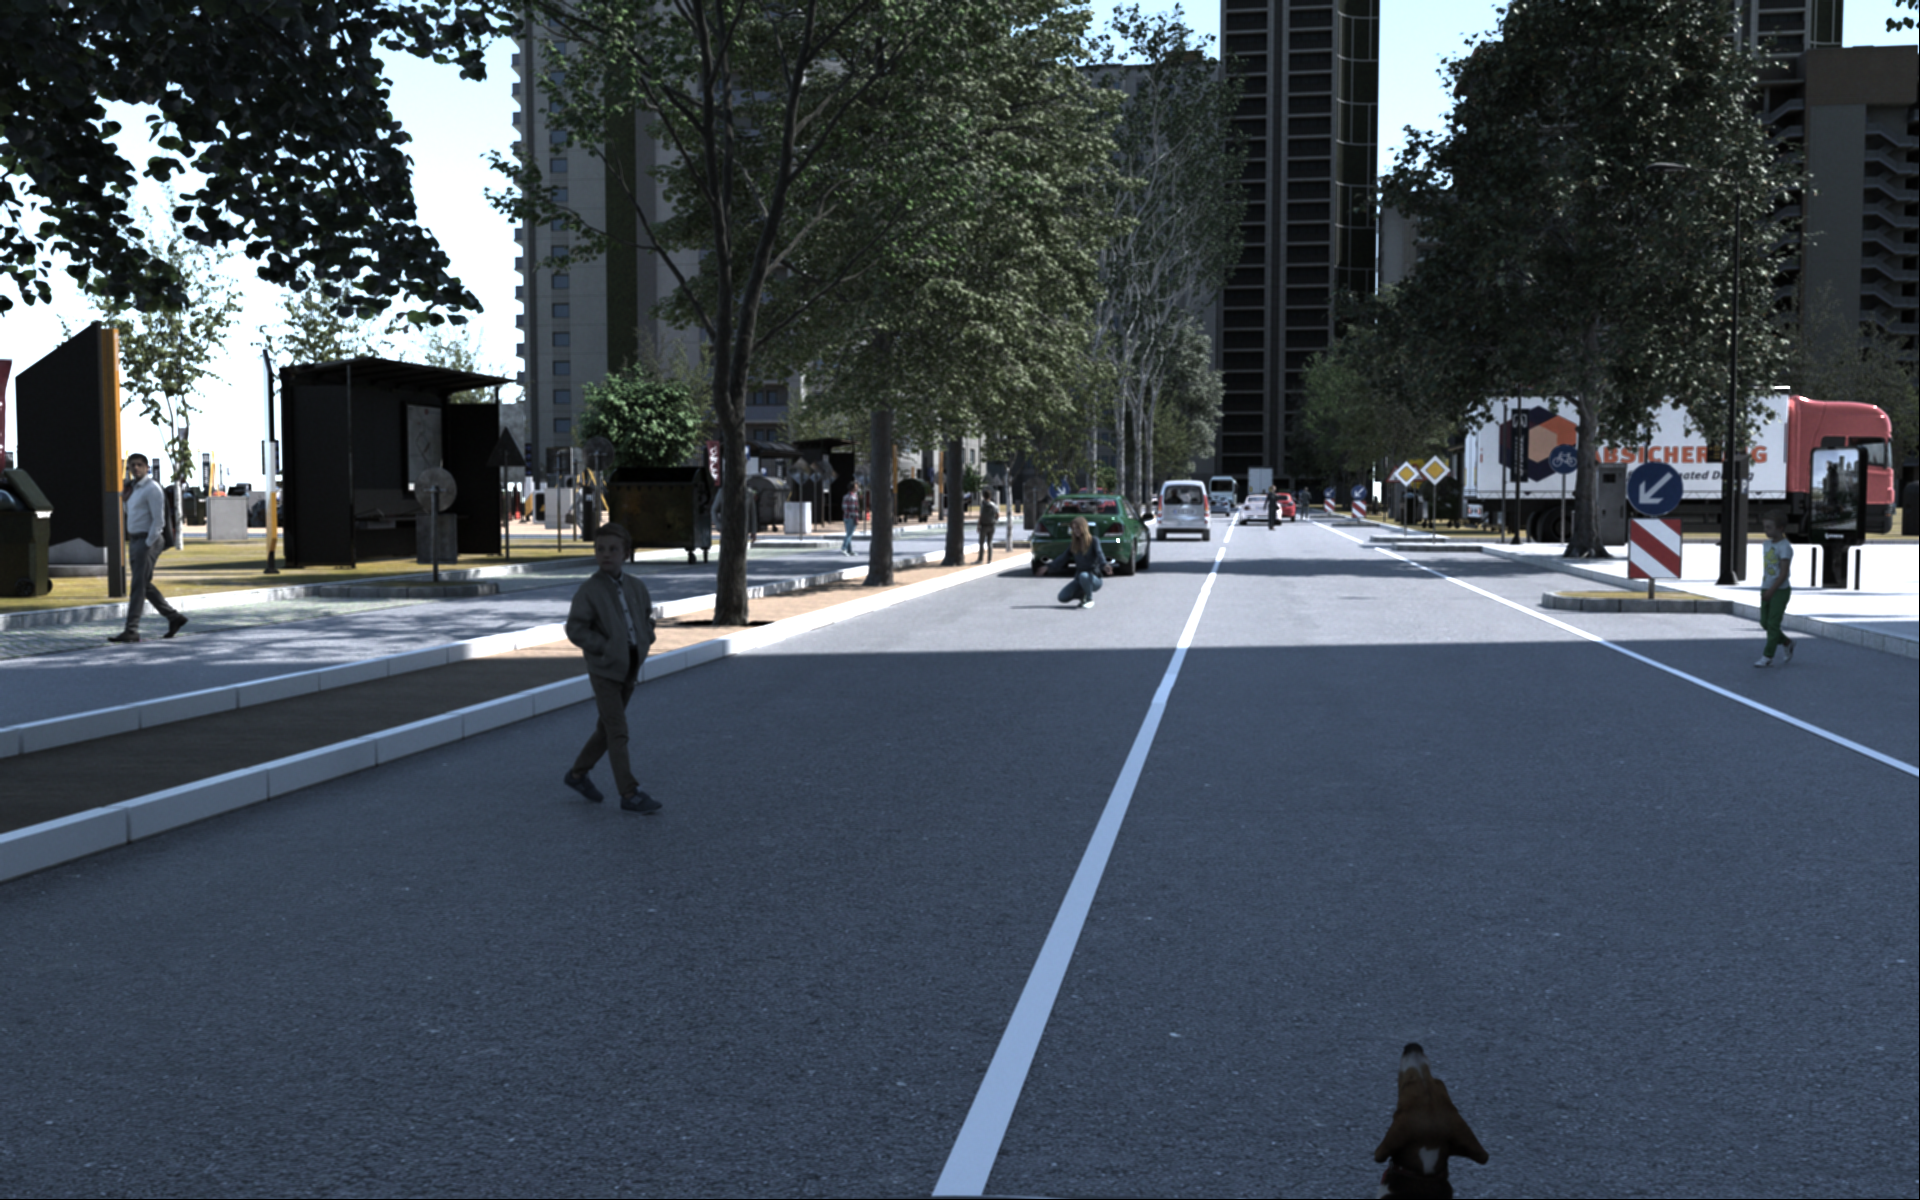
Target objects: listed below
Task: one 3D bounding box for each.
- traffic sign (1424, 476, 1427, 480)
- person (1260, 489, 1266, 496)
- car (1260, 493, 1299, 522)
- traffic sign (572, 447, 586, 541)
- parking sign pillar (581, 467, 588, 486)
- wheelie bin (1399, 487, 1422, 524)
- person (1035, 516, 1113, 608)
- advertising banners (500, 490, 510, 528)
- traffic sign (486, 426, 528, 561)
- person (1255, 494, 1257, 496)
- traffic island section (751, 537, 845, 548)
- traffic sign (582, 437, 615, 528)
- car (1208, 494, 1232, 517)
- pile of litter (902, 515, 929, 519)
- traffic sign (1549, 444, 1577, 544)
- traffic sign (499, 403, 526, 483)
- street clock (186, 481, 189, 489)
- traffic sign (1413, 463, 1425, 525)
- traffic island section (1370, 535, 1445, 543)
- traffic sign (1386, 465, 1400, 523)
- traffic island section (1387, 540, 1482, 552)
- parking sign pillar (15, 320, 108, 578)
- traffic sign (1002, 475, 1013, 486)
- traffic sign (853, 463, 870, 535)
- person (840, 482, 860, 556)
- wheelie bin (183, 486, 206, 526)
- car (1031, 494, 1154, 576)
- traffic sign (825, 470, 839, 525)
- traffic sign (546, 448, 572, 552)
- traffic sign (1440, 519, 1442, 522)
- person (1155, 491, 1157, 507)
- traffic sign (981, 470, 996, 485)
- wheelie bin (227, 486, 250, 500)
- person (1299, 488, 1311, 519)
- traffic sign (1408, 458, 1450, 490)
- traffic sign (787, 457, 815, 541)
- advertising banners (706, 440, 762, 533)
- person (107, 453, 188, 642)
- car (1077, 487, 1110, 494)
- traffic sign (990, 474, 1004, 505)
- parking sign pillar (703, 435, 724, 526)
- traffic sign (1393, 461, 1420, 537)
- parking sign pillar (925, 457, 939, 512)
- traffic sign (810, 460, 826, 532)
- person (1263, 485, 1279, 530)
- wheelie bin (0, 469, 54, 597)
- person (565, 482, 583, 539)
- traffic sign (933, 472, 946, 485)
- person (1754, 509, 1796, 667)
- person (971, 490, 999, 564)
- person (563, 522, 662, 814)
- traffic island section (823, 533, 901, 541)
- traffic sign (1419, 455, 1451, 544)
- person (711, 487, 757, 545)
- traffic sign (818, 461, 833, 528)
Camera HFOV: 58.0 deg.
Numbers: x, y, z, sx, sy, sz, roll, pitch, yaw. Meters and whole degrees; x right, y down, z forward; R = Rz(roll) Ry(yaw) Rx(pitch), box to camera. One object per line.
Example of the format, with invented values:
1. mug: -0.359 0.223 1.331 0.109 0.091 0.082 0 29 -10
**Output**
1. traffic sign: 26.441 -5.941 97.247 0.768 2.556 0.104 1 4 11
2. person: 25.359 -8.324 144.602 1.348 1.823 0.705 1 4 14
3. car: 16.468 -4.934 89.708 2.155 1.783 4.494 1 4 11
4. traffic sign: -10.528 -2.885 47.275 0.768 2.556 0.104 1 4 15
5. parking sign pillar: -21.822 -6.848 100.430 1.447 3.967 1.447 -1 4 -14
6. wheelie bin: 19.201 -4.050 74.125 0.693 1.594 0.980 -1 4 -12
7. person: 1.569 -0.478 21.815 1.012 1.151 0.738 3 5 39
8. advertising banners: -17.515 -4.256 65.780 0.090 3.025 2.074 0 4 0
9. traffic sign: -8.719 -2.036 33.301 0.884 2.594 0.081 1 4 16
10. person: 22.374 -7.306 131.182 0.991 1.433 0.599 0 4 -1
11. traffic island section: -4.333 -1.512 46.996 2.009 0.180 2.903 1 4 9
12. traffic sign: -8.018 -2.339 38.346 0.768 2.556 0.104 1 4 11
13. car: 16.356 -6.029 110.570 2.014 1.417 4.499 1 4 9
14. pile of litter: -2.380 -4.660 90.162 1.176 0.858 1.719 -1 4 -20
15. traffic sign: 15.484 -2.711 44.427 0.768 2.556 0.104 1 4 11
16. traffic sign: -10.846 -2.763 39.046 2.265 3.308 0.079 1 4 14
17. street clock: -41.894 -5.440 93.517 0.358 2.002 0.471 3 5 44
18. traffic sign: 18.954 -4.414 72.165 0.884 2.594 0.081 1 4 17
19. traffic island section: 13.435 -1.828 52.166 2.009 0.180 2.903 1 4 9
20. traffic sign: 19.482 -4.738 77.470 0.884 2.594 0.081 1 4 16
21. traffic island section: 12.136 -1.346 44.286 2.009 0.180 2.903 1 4 9
22. parking sign pillar: -13.984 -2.361 27.074 1.447 3.967 1.447 0 4 -1
23. traffic sign: 3.087 -6.876 112.527 0.768 2.556 0.104 1 4 10
24. traffic sign: -3.010 -3.129 54.809 0.795 2.450 0.064 1 4 9
25. person: -2.574 -1.894 40.303 0.643 1.720 0.563 -2 4 -29
26. wheelie bin: -30.918 -3.793 69.930 0.693 1.594 0.980 0 4 6
27. car: 2.459 -1.236 32.011 2.131 1.459 4.920 1 4 11
28. traffic sign: -5.364 -4.291 71.336 0.795 2.450 0.064 1 4 12
29. traffic sign: -8.839 -2.205 38.174 0.606 2.300 0.079 1 4 13
30. traffic sign: 21.808 -4.791 78.447 0.768 2.556 0.104 1 4 19
31. person: 21.471 -10.987 188.872 1.217 1.736 0.721 0 4 6
32. traffic sign: 1.548 -5.817 95.108 0.884 2.594 0.081 1 4 10
33. wheelie bin: -29.345 -3.822 70.401 0.693 1.594 0.980 3 5 44
34. person: 19.520 -5.463 97.998 0.661 1.801 0.590 0 4 3
35. traffic sign: 26.395 -6.346 97.628 2.265 3.308 0.079 1 4 13
36. traffic sign: -4.308 -2.648 46.930 0.795 2.450 0.064 1 4 9
37. advertising banners: -7.375 -3.690 56.513 2.074 3.025 0.090 -3 4 -38
38. person: -7.980 -0.510 16.941 0.679 1.850 0.850 3 4 37
39. car: 7.545 -5.497 98.555 2.281 1.827 5.304 1 4 11
40. traffic sign: 2.315 -6.663 108.936 0.884 2.594 0.081 1 4 19
41. parking sign pillar: -9.691 -4.983 69.949 1.447 3.967 1.447 0 4 -6
42. traffic sign: 13.411 -2.963 52.092 0.795 2.450 0.064 1 4 9
43. parking sign pillar: -2.220 -8.425 126.224 1.447 3.967 1.447 1 4 13
44. traffic sign: -4.933 -3.537 59.012 0.795 2.450 0.064 1 4 15
45. person: 12.382 -3.669 68.908 0.576 1.772 0.534 -3 5 -45
46. wheelie bin: -11.819 -0.842 21.675 0.693 1.594 0.980 -1 4 -9
47. person: -11.905 -2.793 54.292 0.853 1.813 0.709 1 4 18
48. traffic sign: -1.139 -5.939 97.201 0.768 2.556 0.104 1 4 19
49. person: 6.830 -0.105 14.461 0.590 1.304 0.306 -2 4 -32
50. person: 0.522 -1.469 35.107 0.523 1.515 0.503 2 4 29
51. person: -1.582 0.296 7.936 0.640 1.303 0.475 2 4 29
52. traffic island section: -3.034 -1.994 54.875 2.009 0.180 2.903 1 4 9
53. traffic sign: 12.112 -2.481 44.213 0.795 2.450 0.064 1 4 9
54. person: -3.192 -0.974 24.532 0.635 1.810 0.391 -2 4 -28
55. traffic sign: -5.222 -4.027 65.950 0.768 2.556 0.104 1 4 16
